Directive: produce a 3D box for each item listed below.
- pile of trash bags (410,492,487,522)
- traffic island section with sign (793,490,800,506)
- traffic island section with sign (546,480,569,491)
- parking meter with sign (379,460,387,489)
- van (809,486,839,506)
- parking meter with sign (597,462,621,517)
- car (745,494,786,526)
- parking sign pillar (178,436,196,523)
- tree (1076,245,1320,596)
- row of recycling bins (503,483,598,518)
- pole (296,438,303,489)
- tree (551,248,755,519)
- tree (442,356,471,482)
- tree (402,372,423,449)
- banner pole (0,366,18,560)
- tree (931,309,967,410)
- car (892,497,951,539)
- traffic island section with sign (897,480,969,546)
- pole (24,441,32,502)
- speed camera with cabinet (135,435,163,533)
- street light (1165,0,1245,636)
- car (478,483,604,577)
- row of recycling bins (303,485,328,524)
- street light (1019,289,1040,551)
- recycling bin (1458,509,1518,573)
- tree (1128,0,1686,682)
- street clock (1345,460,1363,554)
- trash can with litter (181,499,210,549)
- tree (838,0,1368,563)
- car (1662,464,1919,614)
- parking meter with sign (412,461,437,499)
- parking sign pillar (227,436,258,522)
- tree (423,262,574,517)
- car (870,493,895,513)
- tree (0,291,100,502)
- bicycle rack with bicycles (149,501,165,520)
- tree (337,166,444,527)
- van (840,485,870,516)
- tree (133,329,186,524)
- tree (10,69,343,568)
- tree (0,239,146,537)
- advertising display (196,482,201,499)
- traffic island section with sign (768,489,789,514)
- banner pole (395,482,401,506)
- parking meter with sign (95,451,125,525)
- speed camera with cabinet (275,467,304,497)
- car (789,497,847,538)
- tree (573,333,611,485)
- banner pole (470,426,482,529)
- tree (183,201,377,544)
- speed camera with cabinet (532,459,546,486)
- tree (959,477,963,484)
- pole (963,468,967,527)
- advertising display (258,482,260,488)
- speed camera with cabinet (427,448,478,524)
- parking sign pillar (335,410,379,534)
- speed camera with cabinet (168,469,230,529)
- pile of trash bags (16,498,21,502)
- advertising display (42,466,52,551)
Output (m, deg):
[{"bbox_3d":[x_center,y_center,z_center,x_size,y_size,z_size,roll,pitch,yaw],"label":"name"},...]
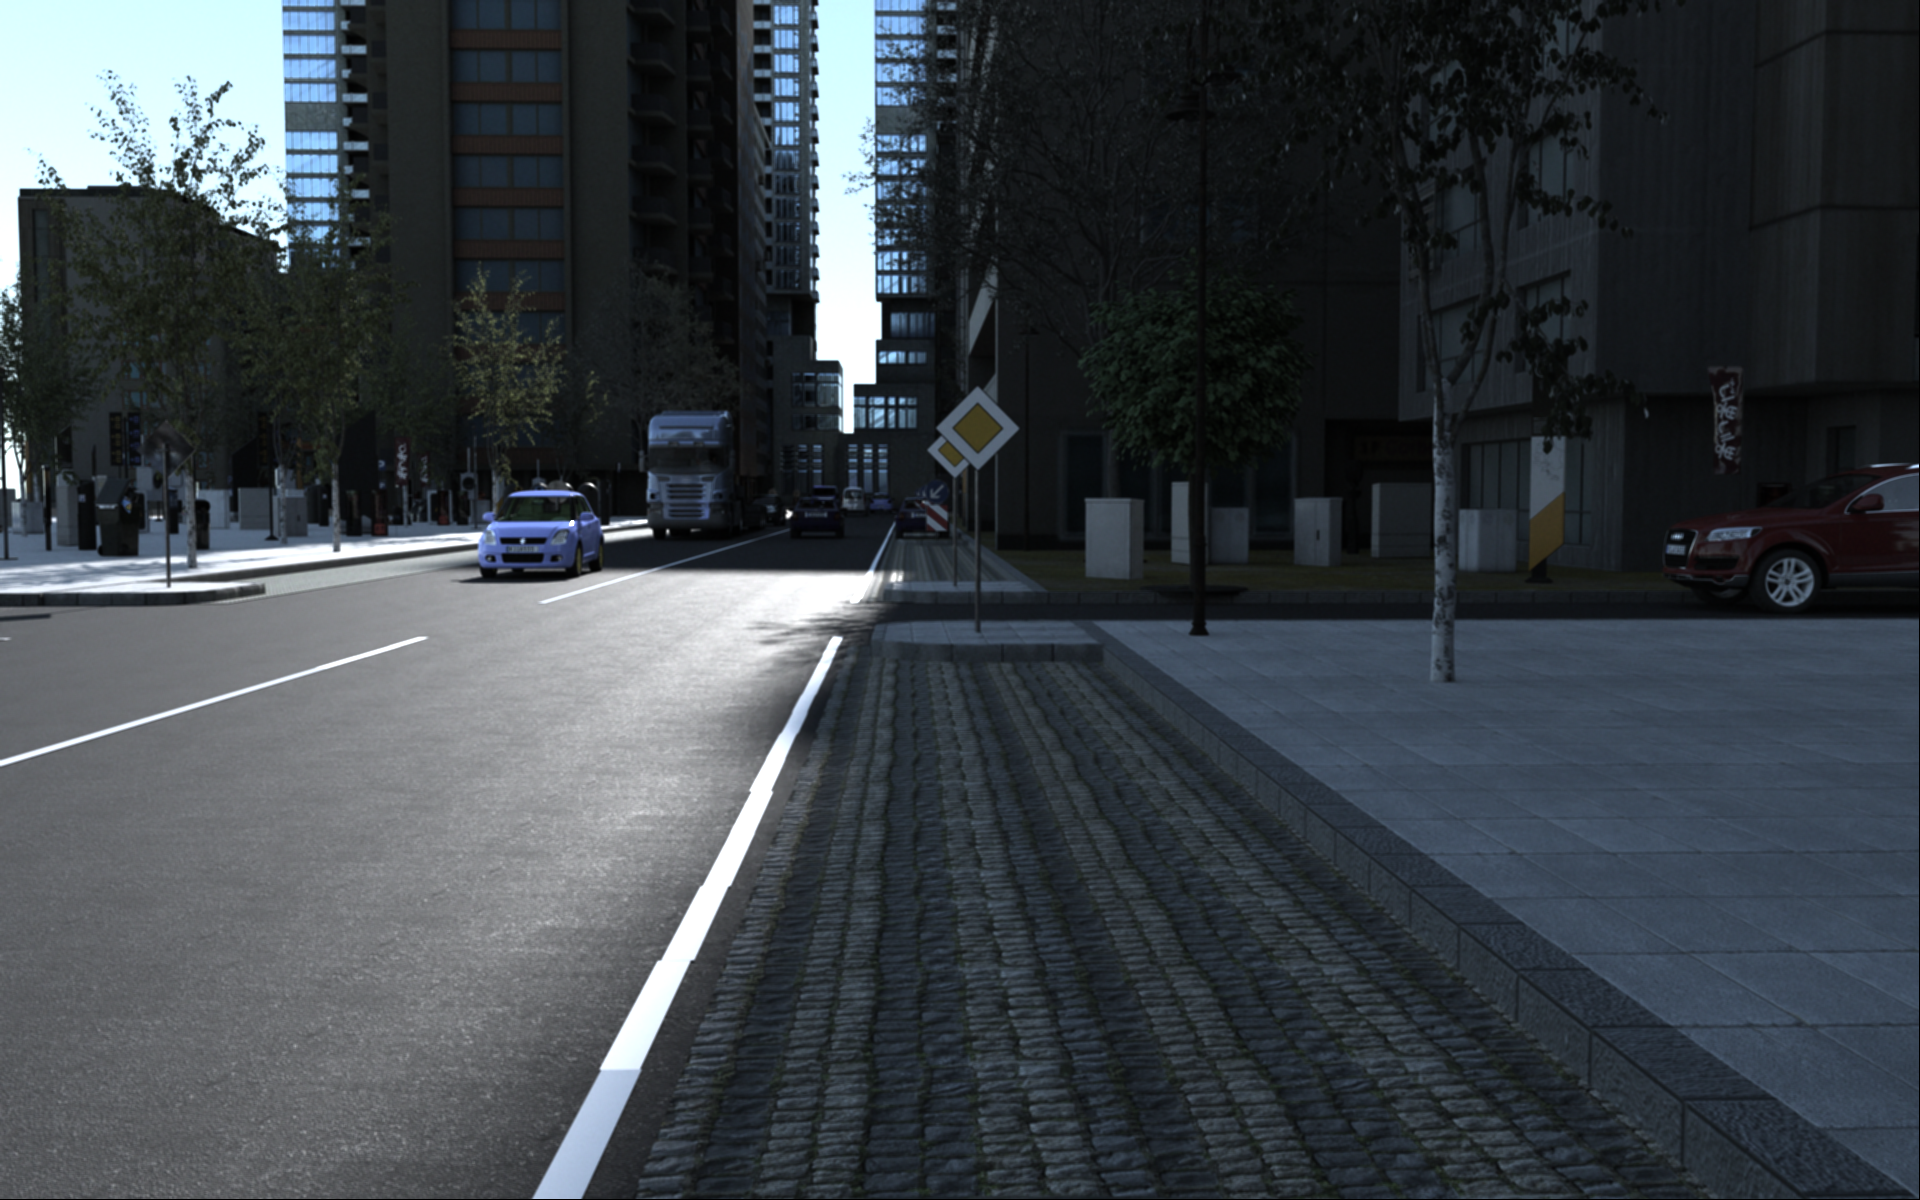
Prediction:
[{"bbox_3d":[-23.777,-4.330,80.543,3.447,1.369,1.912,-2,4,-25],"label":"pile of trash bags"},{"bbox_3d":[-14.351,-8.810,152.663,1.989,1.847,2.006,0,4,-2],"label":"traffic island section with sign"},{"bbox_3d":[-11.283,-2.432,48.386,1.989,1.847,2.006,0,4,-2],"label":"traffic island section with sign"},{"bbox_3d":[-29.312,-5.595,87.743,0.543,3.016,1.738,-1,4,-21],"label":"parking meter with sign"},{"bbox_3d":[-10.020,-7.585,128.391,2.240,2.365,5.245,0,4,-2],"label":"van"},{"bbox_3d":[-19.660,-6.081,95.691,1.738,3.016,0.543,0,4,8],"label":"parking meter with sign"},{"bbox_3d":[-8.848,-4.168,77.934,2.009,1.686,4.222,0,4,0],"label":"car"},{"bbox_3d":[-34.791,-5.441,77.432,1.447,3.967,1.447,1,4,16],"label":"parking sign pillar"},{"bbox_3d":[3.189,-2.407,23.072,4.285,4.588,4.351,0,3,0],"label":"tree"},{"bbox_3d":[-15.501,-3.578,65.613,3.534,1.692,1.069,-1,4,-11],"label":"row of recycling bins"},{"bbox_3d":[-24.015,-4.230,63.010,0.158,3.312,0.155,0,3,0],"label":"pole"},{"bbox_3d":[-15.725,-10.846,87.709,12.009,13.543,11.850,0,3,0],"label":"tree"},{"bbox_3d":[-21.195,-7.102,66.477,4.737,8.622,4.395,0,3,0],"label":"tree"},{"bbox_3d":[-28.778,-8.914,96.105,4.360,8.622,3.978,0,3,0],"label":"tree"},{"bbox_3d":[-18.941,-2.683,33.890,0.863,3.779,0.401,0,4,4],"label":"banner pole"},{"bbox_3d":[1.062,-7.029,65.288,4.360,8.622,3.978,0,3,0],"label":"tree"},{"bbox_3d":[-1.239,-2.658,56.044,1.945,1.354,3.894,0,4,-3],"label":"car"},{"bbox_3d":[-0.767,-2.450,48.684,1.989,1.847,2.006,0,4,-2],"label":"traffic island section with sign"},{"bbox_3d":[-36.023,-4.474,66.997,0.158,3.312,0.155,0,3,0],"label":"pole"},{"bbox_3d":[-27.065,-3.840,57.113,0.660,3.252,2.038,0,4,2],"label":"speed camera with cabinet"},{"bbox_3d":[2.175,-2.618,15.589,0.468,5.910,1.993,0,4,-2],"label":"street light"},{"bbox_3d":[-7.445,-1.305,30.932,1.945,1.707,3.694,0,4,-3],"label":"car"},{"bbox_3d":[-28.539,-4.247,76.548,1.069,1.692,3.534,-2,4,-28],"label":"row of recycling bins"},{"bbox_3d":[1.502,-4.046,38.932,0.468,5.910,1.993,0,4,-2],"label":"street light"},{"bbox_3d":[8.690,-0.977,28.524,0.722,1.027,0.722,-1,4,-8],"label":"recycling bin"},{"bbox_3d":[3.142,-3.736,11.451,4.360,8.622,3.978,0,3,0],"label":"tree"},{"bbox_3d":[8.410,-1.984,37.002,0.358,2.002,0.471,2,4,35],"label":"street clock"},{"bbox_3d":[-17.775,-1.767,40.283,0.624,1.170,1.055,-2,4,-26],"label":"trash can with litter"},{"bbox_3d":[2.851,-7.454,32.238,12.009,13.543,11.850,0,3,0],"label":"tree"},{"bbox_3d":[11.519,-0.790,21.585,5.304,1.827,2.281,0,4,0],"label":"car"},{"bbox_3d":[-28.446,-5.917,92.999,1.738,3.016,0.543,-1,4,-13],"label":"parking meter with sign"},{"bbox_3d":[-33.361,-5.631,80.545,1.447,3.967,1.447,2,4,34],"label":"parking sign pillar"},{"bbox_3d":[-14.837,-6.458,55.952,4.360,8.622,3.978,0,3,0],"label":"tree"},{"bbox_3d":[-5.895,-7.400,130.576,1.945,1.707,3.694,0,3,0],"label":"car"},{"bbox_3d":[-33.379,-6.878,62.812,4.360,8.622,3.978,0,3,0],"label":"tree"},{"bbox_3d":[-39.691,-4.368,84.796,2.852,0.926,2.925,-2,4,-31],"label":"bicycle rack with bicycles"},{"bbox_3d":[-14.054,-5.366,38.100,4.737,8.622,4.395,0,3,0],"label":"tree"},{"bbox_3d":[-6.837,-6.443,112.359,2.013,2.044,4.112,0,4,-1],"label":"van"},{"bbox_3d":[-33.649,-7.583,74.350,4.360,8.622,3.978,0,3,0],"label":"tree"},{"bbox_3d":[-13.529,-4.851,29.679,4.737,8.622,4.395,0,3,0],"label":"tree"},{"bbox_3d":[-28.062,-6.218,52.027,4.737,8.622,4.395,0,3,0],"label":"tree"},{"bbox_3d":[-39.998,-5.235,90.808,0.123,1.923,0.974,-3,5,-43],"label":"advertising display"},{"bbox_3d":[-13.556,-7.162,125.719,1.989,1.847,2.006,0,4,-2],"label":"traffic island section with sign"},{"bbox_3d":[-25.147,-5.349,77.474,0.401,3.779,0.863,-2,4,-32],"label":"banner pole"},{"bbox_3d":[-34.880,-4.561,70.841,1.738,3.016,0.543,2,4,29],"label":"parking meter with sign"},{"bbox_3d":[-23.758,-4.103,61.423,0.660,3.252,2.038,-2,4,-32],"label":"speed camera with cabinet"},{"bbox_3d":[-4.715,-2.745,57.462,1.945,1.354,3.894,0,4,-3],"label":"car"},{"bbox_3d":[-17.068,-7.582,74.334,4.360,8.622,3.978,0,3,0],"label":"tree"},{"bbox_3d":[-17.699,-4.481,63.276,0.401,3.779,0.863,-1,4,-20],"label":"banner pole"},{"bbox_3d":[-17.261,-5.765,44.613,4.360,8.622,3.978,0,3,0],"label":"tree"},{"bbox_3d":[-23.221,-6.367,98.441,2.038,3.252,0.660,0,4,1],"label":"speed camera with cabinet"},{"bbox_3d":[0.639,-6.558,101.830,1.663,3.219,1.824,0,3,0],"label":"tree"},{"bbox_3d":[0.208,-4.549,68.224,0.158,3.312,0.155,0,3,0],"label":"pole"},{"bbox_3d":[-37.826,-5.381,93.187,0.123,1.923,0.974,0,4,-7],"label":"advertising display"},{"bbox_3d":[-21.540,-4.843,73.512,2.038,3.252,0.660,-1,4,-12],"label":"speed camera with cabinet"},{"bbox_3d":[-19.433,-4.118,55.799,1.447,3.967,1.447,0,4,0],"label":"parking sign pillar"},{"bbox_3d":[-28.209,-4.270,64.149,2.038,3.252,0.660,-1,4,-9],"label":"speed camera with cabinet"},{"bbox_3d":[-53.167,-5.260,95.749,3.447,1.369,1.912,-3,4,-36],"label":"pile of trash bags"},{"bbox_3d":[-20.813,-2.096,39.485,0.123,1.923,0.974,-2,4,-30],"label":"advertising display"}]
